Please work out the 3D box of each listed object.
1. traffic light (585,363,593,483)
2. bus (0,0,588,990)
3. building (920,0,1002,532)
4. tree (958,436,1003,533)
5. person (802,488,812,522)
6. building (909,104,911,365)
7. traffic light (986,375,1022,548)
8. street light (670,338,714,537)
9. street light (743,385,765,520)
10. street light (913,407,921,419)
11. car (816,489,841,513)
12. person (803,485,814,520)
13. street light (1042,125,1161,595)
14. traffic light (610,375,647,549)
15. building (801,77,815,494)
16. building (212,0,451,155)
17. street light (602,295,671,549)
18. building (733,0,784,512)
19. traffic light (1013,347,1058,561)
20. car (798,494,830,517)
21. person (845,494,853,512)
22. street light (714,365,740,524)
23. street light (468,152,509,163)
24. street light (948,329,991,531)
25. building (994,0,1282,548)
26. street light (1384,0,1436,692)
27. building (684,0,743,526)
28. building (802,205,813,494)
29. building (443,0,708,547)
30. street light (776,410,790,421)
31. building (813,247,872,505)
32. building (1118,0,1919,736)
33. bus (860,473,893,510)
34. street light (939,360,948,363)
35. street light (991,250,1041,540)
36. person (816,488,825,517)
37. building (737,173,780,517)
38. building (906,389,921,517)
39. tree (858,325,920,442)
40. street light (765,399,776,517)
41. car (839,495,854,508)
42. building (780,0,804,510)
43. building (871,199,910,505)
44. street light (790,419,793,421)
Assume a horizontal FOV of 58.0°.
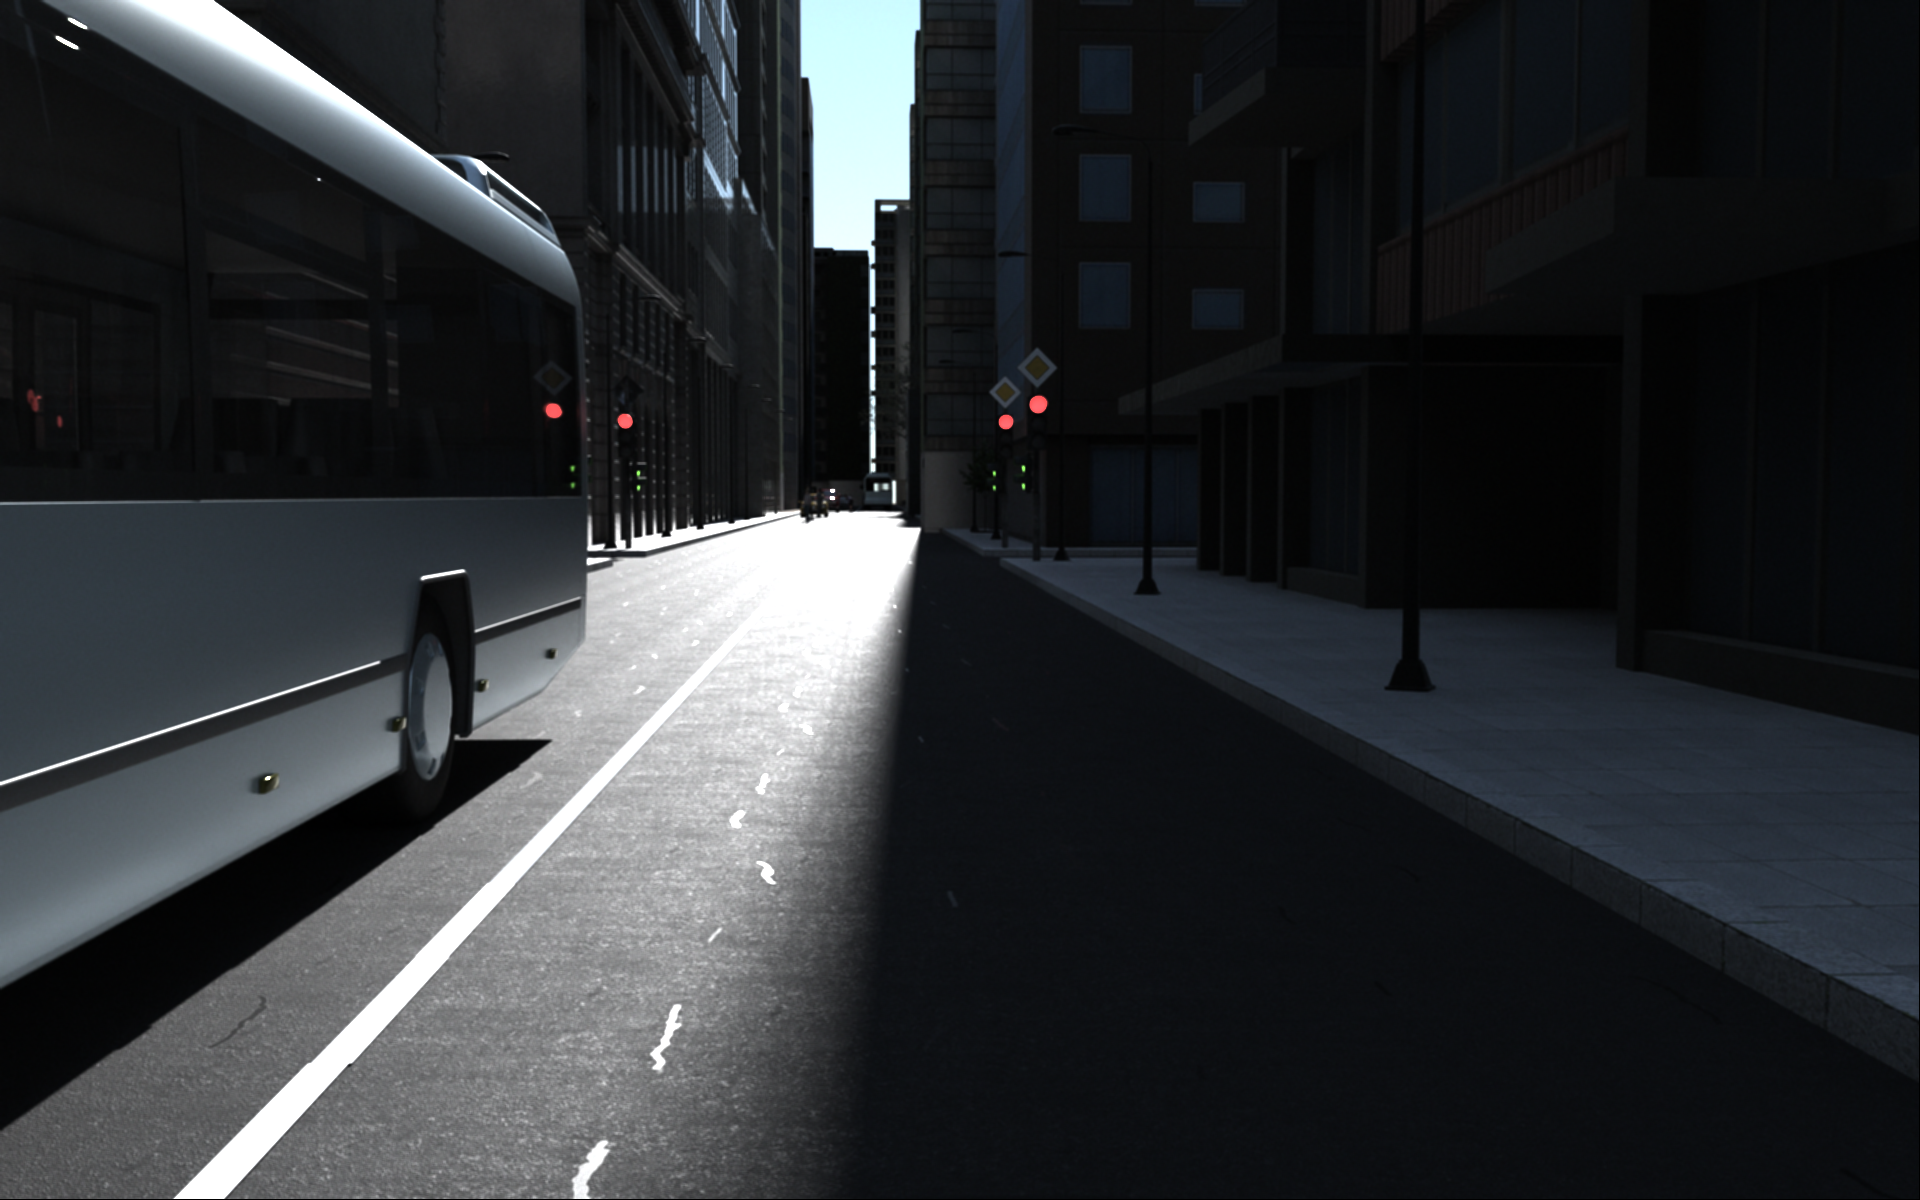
[{"bbox_3d":[-7.397,-2.680,32.742,0.839,4.253,0.868,0,4,-3],"label":"traffic light"},{"bbox_3d":[-3.420,-0.577,4.302,2.948,3.499,13.247,0,4,-2],"label":"bus"},{"bbox_3d":[5.348,-23.645,70.184,14.154,41.232,14.086,0,4,-3],"label":"building"},{"bbox_3d":[0.717,-3.851,57.566,1.663,3.219,1.824,0,3,0],"label":"tree"},{"bbox_3d":[-7.691,-4.791,87.500,0.731,1.740,0.598,2,4,34],"label":"person"},{"bbox_3d":[2.877,-28.959,157.077,14.154,41.232,14.086,0,4,-3],"label":"building"},{"bbox_3d":[1.052,-3.196,41.176,0.839,4.253,0.868,0,4,-3],"label":"traffic light"},{"bbox_3d":[-8.227,-4.834,51.583,1.470,5.913,1.316,0,4,-3],"label":"street light"},{"bbox_3d":[-9.240,-6.210,74.072,1.470,5.913,1.316,0,4,-3],"label":"street light"},{"bbox_3d":[-1.634,-7.326,92.316,1.470,5.913,1.316,0,4,-3],"label":"street light"},{"bbox_3d":[-10.490,-7.804,136.265,2.281,1.827,5.304,0,4,-4],"label":"car"},{"bbox_3d":[-8.240,-5.288,94.315,0.648,1.900,0.474,2,4,35],"label":"person"},{"bbox_3d":[1.858,-3.024,21.984,1.470,5.913,1.316,0,4,-3],"label":"street light"},{"bbox_3d":[-7.798,-3.168,40.717,0.839,4.253,0.868,0,4,-3],"label":"traffic light"},{"bbox_3d":[-22.752,-32.600,183.122,14.200,45.320,14.600,0,4,-3],"label":"building"},{"bbox_3d":[-18.541,-12.092,26.583,19.941,23.489,11.050,0,4,-3],"label":"building"},{"bbox_3d":[-7.686,-4.163,40.613,1.470,5.913,1.316,0,4,-3],"label":"street light"},{"bbox_3d":[-19.933,-26.812,121.971,14.154,41.232,14.086,0,4,-3],"label":"building"},{"bbox_3d":[1.453,-2.708,33.201,0.839,4.253,0.868,0,4,-3],"label":"traffic light"},{"bbox_3d":[-9.113,-6.012,108.512,2.015,1.641,3.980,0,4,-3],"label":"car"},{"bbox_3d":[-8.749,-7.625,136.398,0.697,1.427,0.421,0,4,-2],"label":"person"},{"bbox_3d":[-8.830,-5.494,62.367,1.470,5.913,1.316,0,4,-3],"label":"street light"},{"bbox_3d":[-6.832,-3.128,23.691,1.470,5.913,1.316,0,4,-3],"label":"street light"},{"bbox_3d":[0.484,-4.663,48.774,1.470,5.913,1.316,0,4,-3],"label":"street light"},{"bbox_3d":[8.427,-24.271,46.942,14.200,45.320,14.600,0,4,-3],"label":"building"},{"bbox_3d":[2.421,-2.364,11.197,1.470,5.913,1.316,0,4,-3],"label":"street light"},{"bbox_3d":[-16.672,-18.437,78.930,11.434,29.767,29.804,0,4,-3],"label":"building"},{"bbox_3d":[-21.790,-24.118,166.031,14.160,30.474,14.107,0,4,-3],"label":"building"},{"bbox_3d":[-15.357,-12.860,52.058,13.314,21.916,24.055,0,4,-3],"label":"building"},{"bbox_3d":[-10.355,-7.542,95.846,1.470,5.913,1.316,0,4,-3],"label":"street light"},{"bbox_3d":[-17.594,-26.551,205.805,14.107,30.474,14.160,0,4,-3],"label":"building"},{"bbox_3d":[14.251,-22.102,15.995,22.147,44.769,28.867,0,4,-3],"label":"building"},{"bbox_3d":[-7.738,-10.148,160.786,2.948,3.499,13.247,0,4,-4],"label":"bus"},{"bbox_3d":[-0.036,-5.346,59.952,1.470,5.913,1.316,0,4,-3],"label":"street light"},{"bbox_3d":[1.418,-3.709,33.186,1.470,5.913,1.316,0,4,-3],"label":"street light"},{"bbox_3d":[-8.540,-5.960,106.123,0.466,1.800,0.511,1,4,10],"label":"person"},{"bbox_3d":[-16.398,-15.156,102.550,10.420,20.320,16.860,0,4,-3],"label":"building"},{"bbox_3d":[8.261,-48.122,99.472,22.319,86.520,31.000,0,4,-3],"label":"building"},{"bbox_3d":[-2.149,-12.961,122.278,12.009,13.543,11.850,0,3,0],"label":"tree"},{"bbox_3d":[-9.918,-6.869,84.853,1.470,5.913,1.316,0,4,-3],"label":"street light"},{"bbox_3d":[-12.040,-10.241,179.801,2.083,1.381,4.827,0,4,-3],"label":"car"},{"bbox_3d":[-24.181,-36.781,143.373,21.231,58.520,28.212,0,4,-3],"label":"building"},{"bbox_3d":[0.960,-32.047,215.843,23.993,40.220,32.217,0,4,-3],"label":"building"},{"bbox_3d":[-11.010,-8.221,106.954,1.470,5.913,1.316,0,4,-3],"label":"street light"}]
